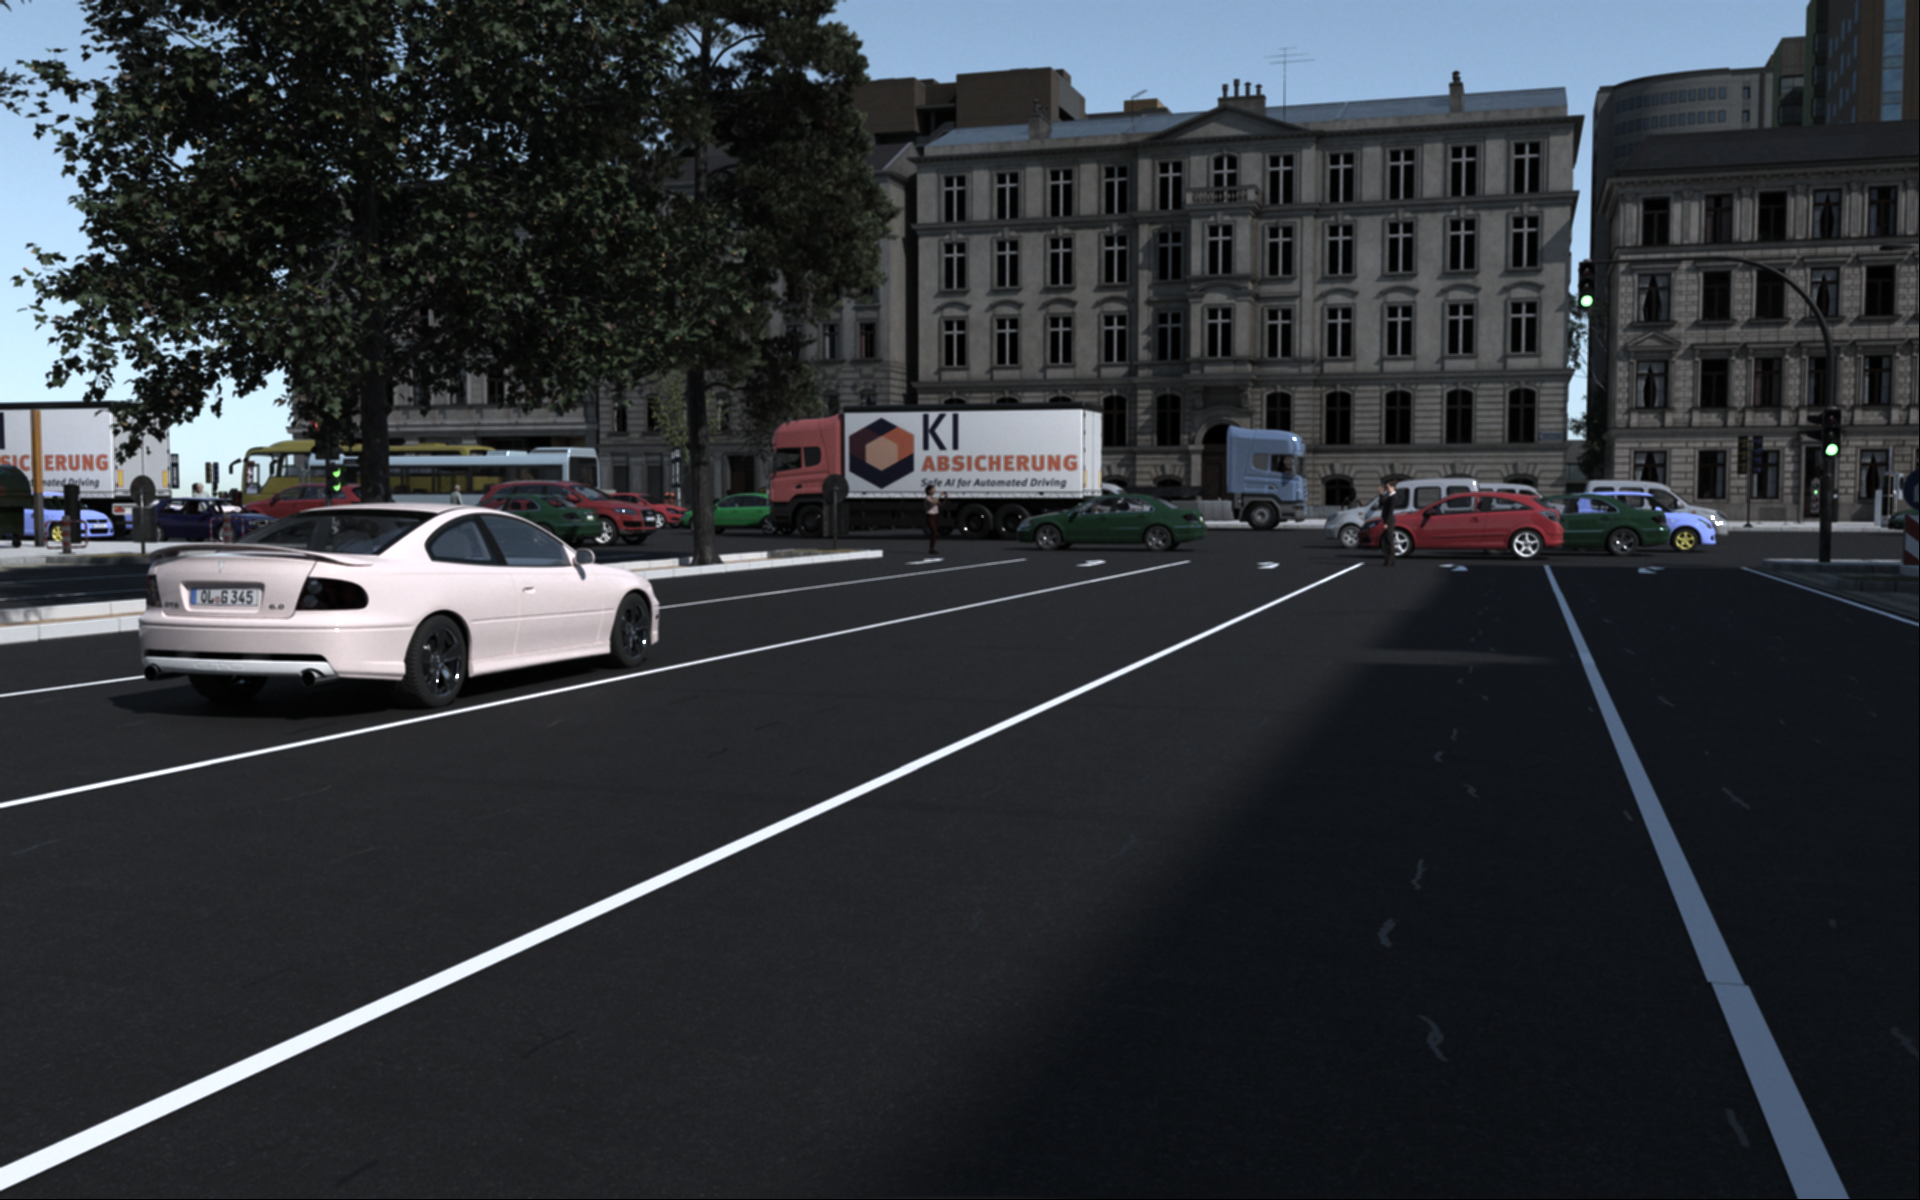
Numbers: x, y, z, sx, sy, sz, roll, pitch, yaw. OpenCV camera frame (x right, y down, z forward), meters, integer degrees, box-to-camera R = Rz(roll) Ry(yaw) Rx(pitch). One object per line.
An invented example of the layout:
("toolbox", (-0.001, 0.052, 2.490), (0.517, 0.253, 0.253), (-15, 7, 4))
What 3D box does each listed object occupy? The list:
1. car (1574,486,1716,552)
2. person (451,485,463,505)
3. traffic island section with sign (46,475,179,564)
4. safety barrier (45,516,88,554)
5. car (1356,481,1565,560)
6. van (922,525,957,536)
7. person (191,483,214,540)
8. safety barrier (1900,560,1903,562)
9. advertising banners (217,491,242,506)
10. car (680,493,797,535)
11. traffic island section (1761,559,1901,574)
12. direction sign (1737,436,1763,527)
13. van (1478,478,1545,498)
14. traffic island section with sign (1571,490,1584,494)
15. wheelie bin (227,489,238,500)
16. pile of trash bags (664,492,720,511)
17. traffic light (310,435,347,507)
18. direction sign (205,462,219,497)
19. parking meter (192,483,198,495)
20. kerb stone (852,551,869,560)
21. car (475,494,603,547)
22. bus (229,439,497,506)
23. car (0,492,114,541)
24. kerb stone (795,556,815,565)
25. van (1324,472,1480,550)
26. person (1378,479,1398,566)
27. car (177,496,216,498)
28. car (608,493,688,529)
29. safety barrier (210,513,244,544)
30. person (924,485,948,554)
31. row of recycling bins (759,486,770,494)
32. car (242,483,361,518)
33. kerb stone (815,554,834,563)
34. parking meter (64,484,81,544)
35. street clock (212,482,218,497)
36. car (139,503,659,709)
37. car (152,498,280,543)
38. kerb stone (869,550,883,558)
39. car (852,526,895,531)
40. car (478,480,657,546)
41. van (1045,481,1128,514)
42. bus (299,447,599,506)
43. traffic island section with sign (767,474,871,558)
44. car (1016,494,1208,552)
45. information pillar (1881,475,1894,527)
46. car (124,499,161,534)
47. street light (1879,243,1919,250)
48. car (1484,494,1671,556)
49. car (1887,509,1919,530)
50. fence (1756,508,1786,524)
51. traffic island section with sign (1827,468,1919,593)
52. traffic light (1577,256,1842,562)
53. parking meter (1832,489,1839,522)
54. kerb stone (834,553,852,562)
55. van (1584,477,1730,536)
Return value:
("car", (17.020, -2.078, 43.562), (3.694, 1.707, 1.945), (1, 4, 19))
("person", (-18.938, -3.439, 65.219), (0.782, 1.767, 0.515), (3, 4, 36))
("traffic island section with sign", (-17.464, -1.676, 36.027), (1.989, 1.847, 2.006), (1, 4, 18))
("safety barrier", (-19.103, -1.392, 37.028), (0.300, 0.817, 1.120), (1, 4, 18))
("car", (11.189, -1.822, 38.828), (4.494, 1.783, 2.155), (1, 4, 18))
("van", (0.523, -3.193, 59.213), (4.112, 2.044, 2.013), (1, 4, 19))
("person", (-23.570, -2.732, 53.649), (0.782, 1.767, 0.515), (-1, 4, -19))
("safety barrier", (17.947, -1.126, 32.686), (0.300, 0.817, 1.120), (1, 4, 18))
("advertising banners", (-38.033, -5.801, 91.034), (0.090, 3.025, 2.074), (3, 5, 42))
("car", (-7.695, -3.234, 61.666), (4.718, 1.807, 1.959), (1, 4, 16))
("traffic island section", (16.321, -0.636, 32.673), (2.009, 0.180, 2.903), (1, 4, 18))
("direction sign", (30.748, -4.616, 67.464), (0.876, 3.537, 0.379), (2, 4, 33))
("van", (21.290, -3.569, 65.359), (4.112, 2.044, 2.013), (1, 4, 18))
("traffic island section with sign", (62.957, -10.358, 177.986), (1.989, 1.847, 2.006), (1, 4, 18))
("wheelie bin", (-41.734, -5.608, 99.601), (0.980, 1.594, 0.693), (2, 4, 35))
("pile of trash bags", (-14.114, -5.072, 92.682), (3.447, 1.369, 1.912), (-1, 4, -9))
("traffic light", (-15.587, -3.292, 42.739), (0.839, 4.253, 0.868), (1, 4, 18))
("direction sign", (-53.523, -8.075, 124.020), (0.876, 3.537, 0.379), (0, 4, -6))
("parking meter", (-40.819, -5.312, 92.560), (0.255, 1.863, 0.399), (0, 4, 1))
("kerb stone", (-2.300, -0.972, 38.088), (0.120, 0.150, 1.000), (1, 4, 18))
("car", (-12.086, -2.142, 46.826), (4.920, 1.459, 2.131), (1, 4, 16))
("bus", (-26.819, -5.290, 78.038), (12.252, 3.916, 2.896), (1, 4, 16))
("car", (-26.743, -2.527, 50.900), (3.694, 1.707, 1.945), (1, 4, 18))
("kerb stone", (-3.240, -0.791, 35.136), (0.120, 0.150, 1.000), (1, 4, 18))
("van", (11.722, -2.373, 45.811), (4.112, 2.044, 2.013), (1, 4, 17))
("person", (8.519, -1.557, 34.766), (0.445, 1.727, 0.742), (-2, 4, -24))
("car", (-33.630, -3.954, 77.013), (4.827, 1.381, 2.083), (1, 4, 18))
("car", (-13.457, -3.891, 72.657), (4.494, 1.783, 2.155), (1, 4, 17))
("safety barrier", (-17.624, -1.674, 41.651), (0.300, 0.817, 1.120), (1, 4, 18))
("person", (-0.586, -1.940, 41.682), (0.517, 1.644, 0.566), (-1, 4, -19))
("row of recycling bins", (-16.143, -7.704, 133.067), (1.069, 1.692, 3.534), (2, 4, 27))
("car", (-22.265, -3.112, 59.553), (5.304, 1.827, 2.281), (1, 4, 16))
("kerb stone", (-2.926, -0.852, 36.120), (0.120, 0.150, 1.000), (1, 4, 18))
("parking meter", (-23.072, -2.239, 45.019), (0.372, 1.533, 0.369), (0, 3, 0))
("street clock", (-44.251, -6.013, 102.888), (0.358, 2.002, 0.471), (-2, 4, -34))
("car", (-3.969, -0.046, 13.121), (2.083, 1.381, 4.827), (1, 4, 16))
("car", (-21.283, -2.249, 49.347), (3.894, 1.354, 1.945), (1, 4, 19))
("kerb stone", (-1.976, -1.033, 39.078), (0.120, 0.150, 1.000), (1, 4, 18))
("car", (-3.910, -3.630, 69.133), (2.009, 1.686, 4.222), (1, 4, 17))
("car", (-11.113, -2.466, 48.995), (5.304, 1.827, 2.281), (1, 4, 17))
("van", (4.840, -3.033, 56.603), (4.112, 2.044, 2.013), (1, 4, 20))
("bus", (-21.286, -4.639, 70.711), (13.247, 3.499, 2.948), (1, 4, 17))
("traffic island section with sign", (-3.043, -1.895, 39.114), (2.006, 1.907, 1.989), (1, 4, 18))
("car", (3.850, -1.990, 44.329), (4.920, 1.459, 2.131), (1, 4, 16))
("information pillar", (35.645, -3.796, 66.561), (0.304, 2.012, 0.304), (-2, 4, -31))
("car", (-28.928, -3.140, 60.927), (3.694, 1.707, 1.945), (1, 4, 18))
("street light", (17.726, -3.643, 32.099), (1.470, 5.913, 1.316), (1, 4, 18))
("car", (14.175, -1.786, 40.994), (4.920, 1.459, 2.131), (1, 4, 16))
("car", (34.737, -2.932, 59.733), (4.920, 1.459, 2.131), (1, 4, 18))
("fence", (34.773, -3.593, 74.114), (0.278, 0.683, 2.069), (0, 4, -6))
("traffic island section with sign", (14.164, -1.056, 25.894), (1.989, 1.847, 2.006), (1, 4, 18))
("traffic light", (14.266, -3.572, 33.070), (4.771, 5.953, 1.251), (1, 4, 18))
("parking meter", (39.630, -4.292, 78.579), (0.372, 1.533, 0.369), (0, 3, 0))
("kerb stone", (-2.608, -0.911, 37.098), (0.120, 0.150, 1.000), (1, 4, 18))
("van", (20.365, -2.681, 50.838), (4.112, 2.044, 2.013), (1, 4, 20))
